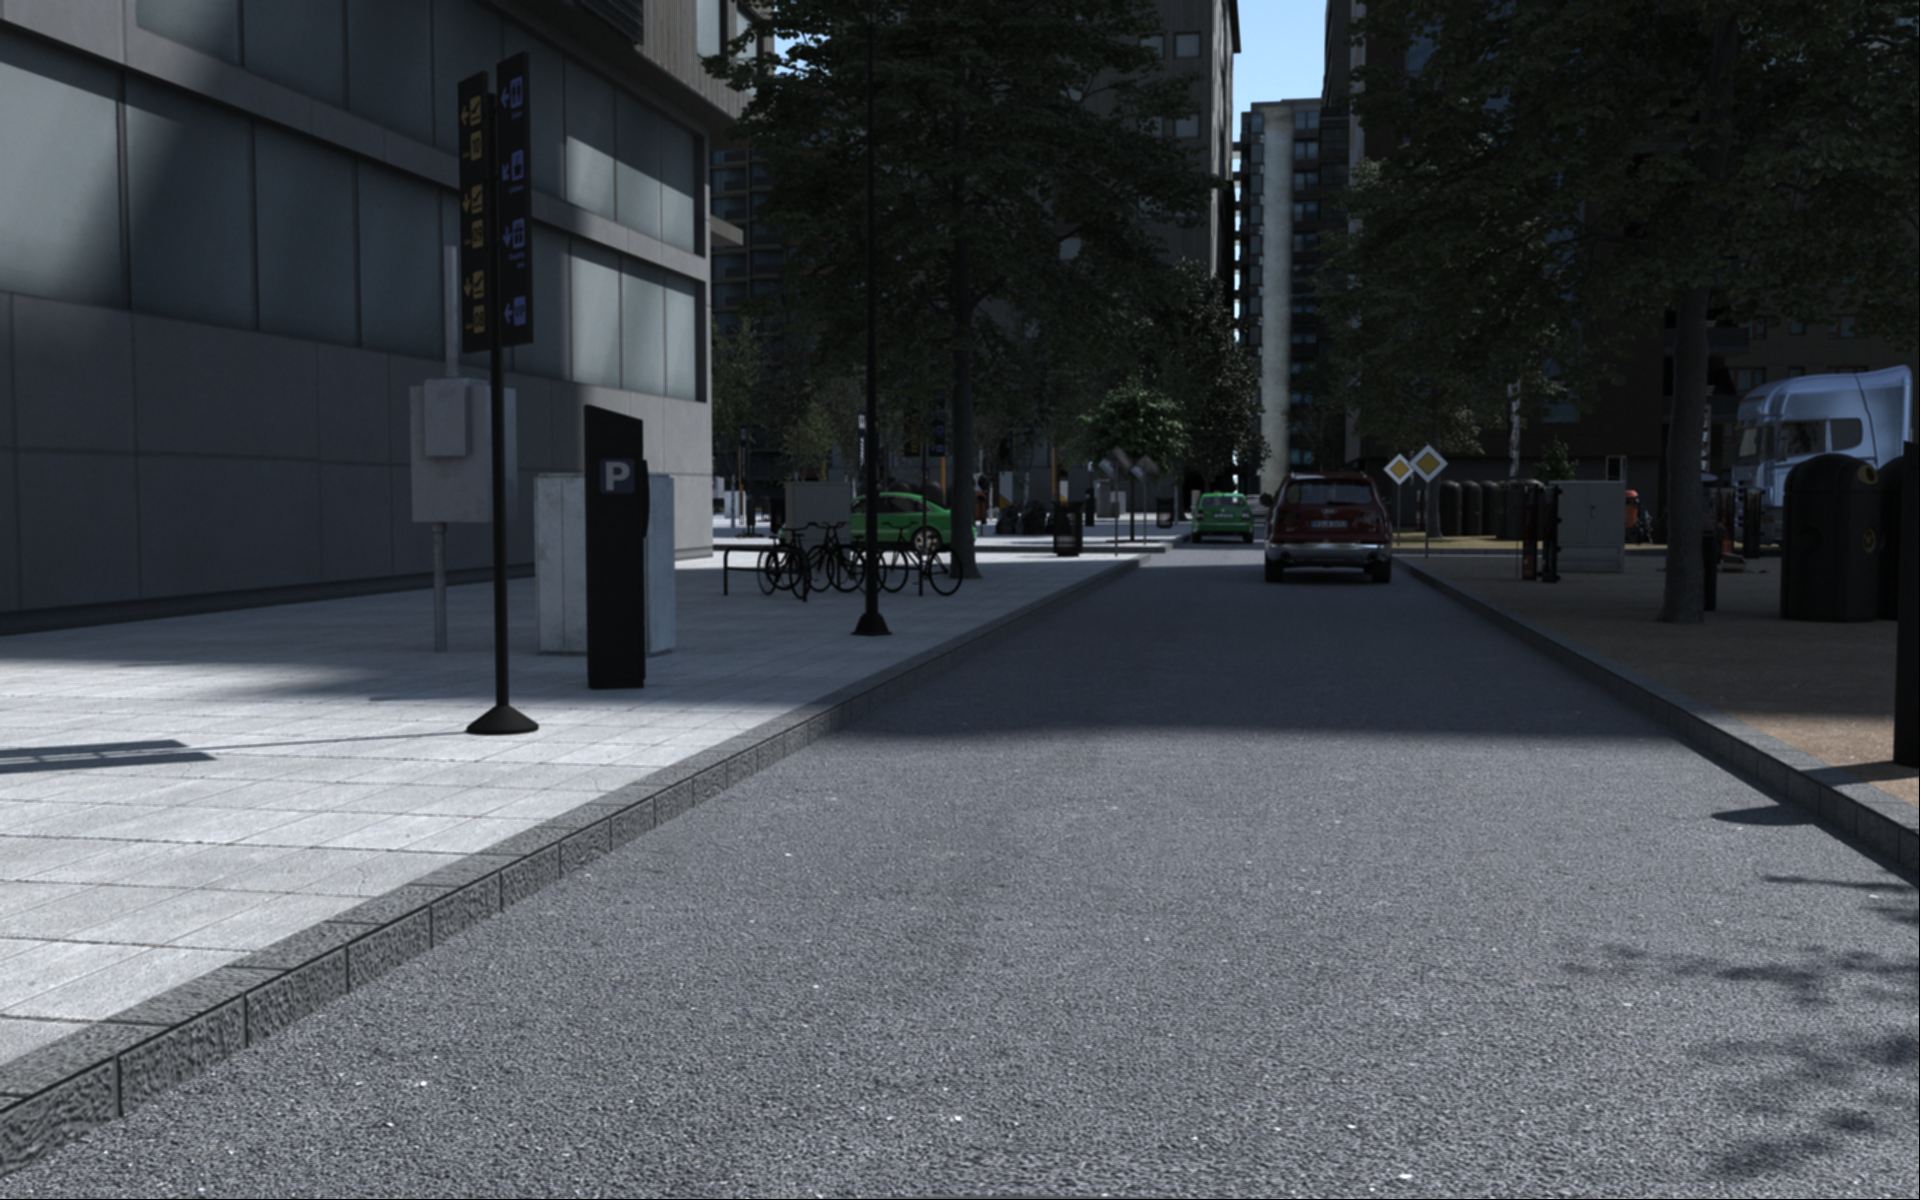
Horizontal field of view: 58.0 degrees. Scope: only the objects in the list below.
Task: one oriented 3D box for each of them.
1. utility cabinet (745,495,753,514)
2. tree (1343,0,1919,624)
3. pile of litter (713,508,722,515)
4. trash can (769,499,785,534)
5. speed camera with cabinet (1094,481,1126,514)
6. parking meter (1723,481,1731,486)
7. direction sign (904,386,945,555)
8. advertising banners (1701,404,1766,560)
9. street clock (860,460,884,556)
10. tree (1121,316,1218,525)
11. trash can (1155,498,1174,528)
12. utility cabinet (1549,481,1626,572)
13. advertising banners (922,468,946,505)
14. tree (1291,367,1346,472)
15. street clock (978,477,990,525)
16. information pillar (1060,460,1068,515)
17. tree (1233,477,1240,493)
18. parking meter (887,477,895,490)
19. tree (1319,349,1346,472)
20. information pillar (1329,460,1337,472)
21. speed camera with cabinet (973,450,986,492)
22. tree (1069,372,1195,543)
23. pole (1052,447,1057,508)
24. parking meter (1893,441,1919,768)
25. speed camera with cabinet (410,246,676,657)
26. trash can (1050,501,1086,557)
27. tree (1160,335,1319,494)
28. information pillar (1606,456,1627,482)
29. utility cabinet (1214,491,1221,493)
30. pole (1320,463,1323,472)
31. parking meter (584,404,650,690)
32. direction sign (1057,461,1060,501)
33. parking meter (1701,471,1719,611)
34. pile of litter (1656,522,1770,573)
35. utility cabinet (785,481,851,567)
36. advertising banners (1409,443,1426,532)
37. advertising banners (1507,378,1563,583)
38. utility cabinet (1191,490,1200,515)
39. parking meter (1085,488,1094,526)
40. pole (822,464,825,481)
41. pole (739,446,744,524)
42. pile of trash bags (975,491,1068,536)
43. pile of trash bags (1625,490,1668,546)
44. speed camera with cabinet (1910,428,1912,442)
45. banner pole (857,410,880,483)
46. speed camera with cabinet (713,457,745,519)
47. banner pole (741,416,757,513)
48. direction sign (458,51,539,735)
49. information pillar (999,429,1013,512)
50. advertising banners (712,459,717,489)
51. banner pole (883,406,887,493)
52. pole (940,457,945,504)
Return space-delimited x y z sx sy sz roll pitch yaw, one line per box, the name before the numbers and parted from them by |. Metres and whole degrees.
utility cabinet | -13.698 -6.076 110.506 1.020 1.237 0.306 3 4 36
tree | 7.635 -6.037 16.831 7.486 12.596 7.792 0 3 0
pile of litter | -16.775 -6.364 118.022 1.176 0.858 1.719 2 4 33
trash can | -5.783 -2.687 55.582 0.748 1.137 0.748 0 3 0
speed camera with cabinet | 9.827 -7.291 113.549 2.038 3.252 0.660 -1 4 -13
parking meter | 33.296 -4.244 75.108 0.399 1.863 0.255 -2 4 -33
direction sign | -0.742 -2.706 36.235 0.876 3.537 0.379 1 4 12
advertising banners | 15.025 -2.307 33.900 2.074 3.025 0.090 -2 4 -26
street clock | -1.814 -1.917 35.918 0.471 2.002 0.358 -1 4 -11
tree | 8.659 -7.369 70.849 4.737 8.622 4.395 0 3 0
trash can | 7.678 -3.259 64.940 0.748 1.137 0.748 0 3 0
utility cabinet | 10.263 -1.206 28.390 1.173 1.500 0.318 1 4 15
advertising banners | -1.567 -7.375 116.768 2.074 3.025 0.090 -1 4 -8
tree | 21.438 -9.102 99.177 4.360 8.622 3.978 0 3 0
street clock | 1.005 -4.177 72.869 0.471 2.002 0.358 2 4 33
information pillar | 6.465 -7.111 107.617 0.504 3.616 0.183 1 4 12
tree | 25.543 -10.344 163.718 1.663 3.219 1.824 0 3 0
parking meter | -2.458 -3.369 60.801 0.255 1.863 0.399 -2 4 -29
tree | 26.376 -11.960 121.303 9.928 11.665 9.643 0 3 0
information pillar | 24.628 -7.525 114.383 0.504 3.616 0.183 1 4 21
speed camera with cabinet | 0.422 -5.106 77.818 0.660 3.252 2.038 -2 4 -31
tree | 4.699 -3.826 46.264 4.285 4.588 4.351 0 3 0
pole | 4.121 -4.988 75.400 0.158 3.312 0.155 0 3 0
parking meter | 4.630 0.016 8.157 0.372 1.533 0.369 0 3 0
speed camera with cabinet | -3.359 -1.200 13.964 2.038 3.252 0.660 1 4 12
trash can | 2.228 -1.471 35.708 0.748 1.137 0.748 0 3 0
tree | 15.969 -11.406 112.244 9.928 11.665 9.643 0 3 0
information pillar | 12.591 -1.761 33.286 0.304 2.012 0.304 2 4 35
utility cabinet | 17.196 -6.543 115.650 0.318 1.500 1.173 0 4 1
pole | 23.905 -7.377 114.462 0.158 3.312 0.155 0 3 0
parking meter | -2.267 -0.352 11.467 0.399 1.863 0.255 -1 4 -18
direction sign | 6.468 -7.482 114.325 0.379 3.537 0.876 -2 4 -30
parking meter | 8.171 -0.656 19.139 0.372 1.533 0.369 0 3 0
pile of litter | 12.423 -0.890 28.512 1.719 0.858 1.176 2 4 30
utility cabinet | -2.501 -1.332 30.460 1.173 1.500 0.318 -3 4 -37
advertising banners | 15.689 -3.848 59.108 0.090 3.025 2.074 0 4 -6
advertising banners | 8.507 -1.808 25.755 0.090 3.025 2.074 0 4 -3
utility cabinet | 13.999 -5.750 102.684 0.318 1.500 1.173 1 4 19
parking meter | 5.150 -3.694 68.814 0.372 1.533 0.369 0 3 0
pole | -8.540 -7.012 108.485 0.158 3.312 0.155 0 3 0
pole | -9.252 -4.856 73.242 0.158 3.312 0.155 0 3 0
pile of trash bags | 1.732 -2.736 54.485 3.447 1.369 1.912 -2 4 -32
pile of trash bags | 17.617 -2.122 44.451 1.912 1.369 3.447 3 4 38
speed camera with cabinet | 29.033 -3.508 51.699 0.660 3.252 2.038 -1 4 -17
banner pole | -2.532 -3.423 45.989 0.401 3.779 0.863 1 4 22
speed camera with cabinet | -12.281 -5.922 91.161 2.038 3.252 0.660 2 4 30
banner pole | -6.844 -3.993 55.303 0.401 3.779 0.863 1 4 15
direction sign | -2.481 -1.058 9.293 0.379 3.537 0.876 -3 4 -38
information pillar | 1.683 -4.375 62.887 0.504 3.616 0.183 0 4 1
advertising banners | -13.081 -5.501 86.124 2.074 3.025 0.090 1 4 8
banner pole | -2.347 -3.609 49.020 0.863 3.779 0.401 0 4 2
pole | -0.744 -4.941 74.629 0.158 3.312 0.155 0 3 0
